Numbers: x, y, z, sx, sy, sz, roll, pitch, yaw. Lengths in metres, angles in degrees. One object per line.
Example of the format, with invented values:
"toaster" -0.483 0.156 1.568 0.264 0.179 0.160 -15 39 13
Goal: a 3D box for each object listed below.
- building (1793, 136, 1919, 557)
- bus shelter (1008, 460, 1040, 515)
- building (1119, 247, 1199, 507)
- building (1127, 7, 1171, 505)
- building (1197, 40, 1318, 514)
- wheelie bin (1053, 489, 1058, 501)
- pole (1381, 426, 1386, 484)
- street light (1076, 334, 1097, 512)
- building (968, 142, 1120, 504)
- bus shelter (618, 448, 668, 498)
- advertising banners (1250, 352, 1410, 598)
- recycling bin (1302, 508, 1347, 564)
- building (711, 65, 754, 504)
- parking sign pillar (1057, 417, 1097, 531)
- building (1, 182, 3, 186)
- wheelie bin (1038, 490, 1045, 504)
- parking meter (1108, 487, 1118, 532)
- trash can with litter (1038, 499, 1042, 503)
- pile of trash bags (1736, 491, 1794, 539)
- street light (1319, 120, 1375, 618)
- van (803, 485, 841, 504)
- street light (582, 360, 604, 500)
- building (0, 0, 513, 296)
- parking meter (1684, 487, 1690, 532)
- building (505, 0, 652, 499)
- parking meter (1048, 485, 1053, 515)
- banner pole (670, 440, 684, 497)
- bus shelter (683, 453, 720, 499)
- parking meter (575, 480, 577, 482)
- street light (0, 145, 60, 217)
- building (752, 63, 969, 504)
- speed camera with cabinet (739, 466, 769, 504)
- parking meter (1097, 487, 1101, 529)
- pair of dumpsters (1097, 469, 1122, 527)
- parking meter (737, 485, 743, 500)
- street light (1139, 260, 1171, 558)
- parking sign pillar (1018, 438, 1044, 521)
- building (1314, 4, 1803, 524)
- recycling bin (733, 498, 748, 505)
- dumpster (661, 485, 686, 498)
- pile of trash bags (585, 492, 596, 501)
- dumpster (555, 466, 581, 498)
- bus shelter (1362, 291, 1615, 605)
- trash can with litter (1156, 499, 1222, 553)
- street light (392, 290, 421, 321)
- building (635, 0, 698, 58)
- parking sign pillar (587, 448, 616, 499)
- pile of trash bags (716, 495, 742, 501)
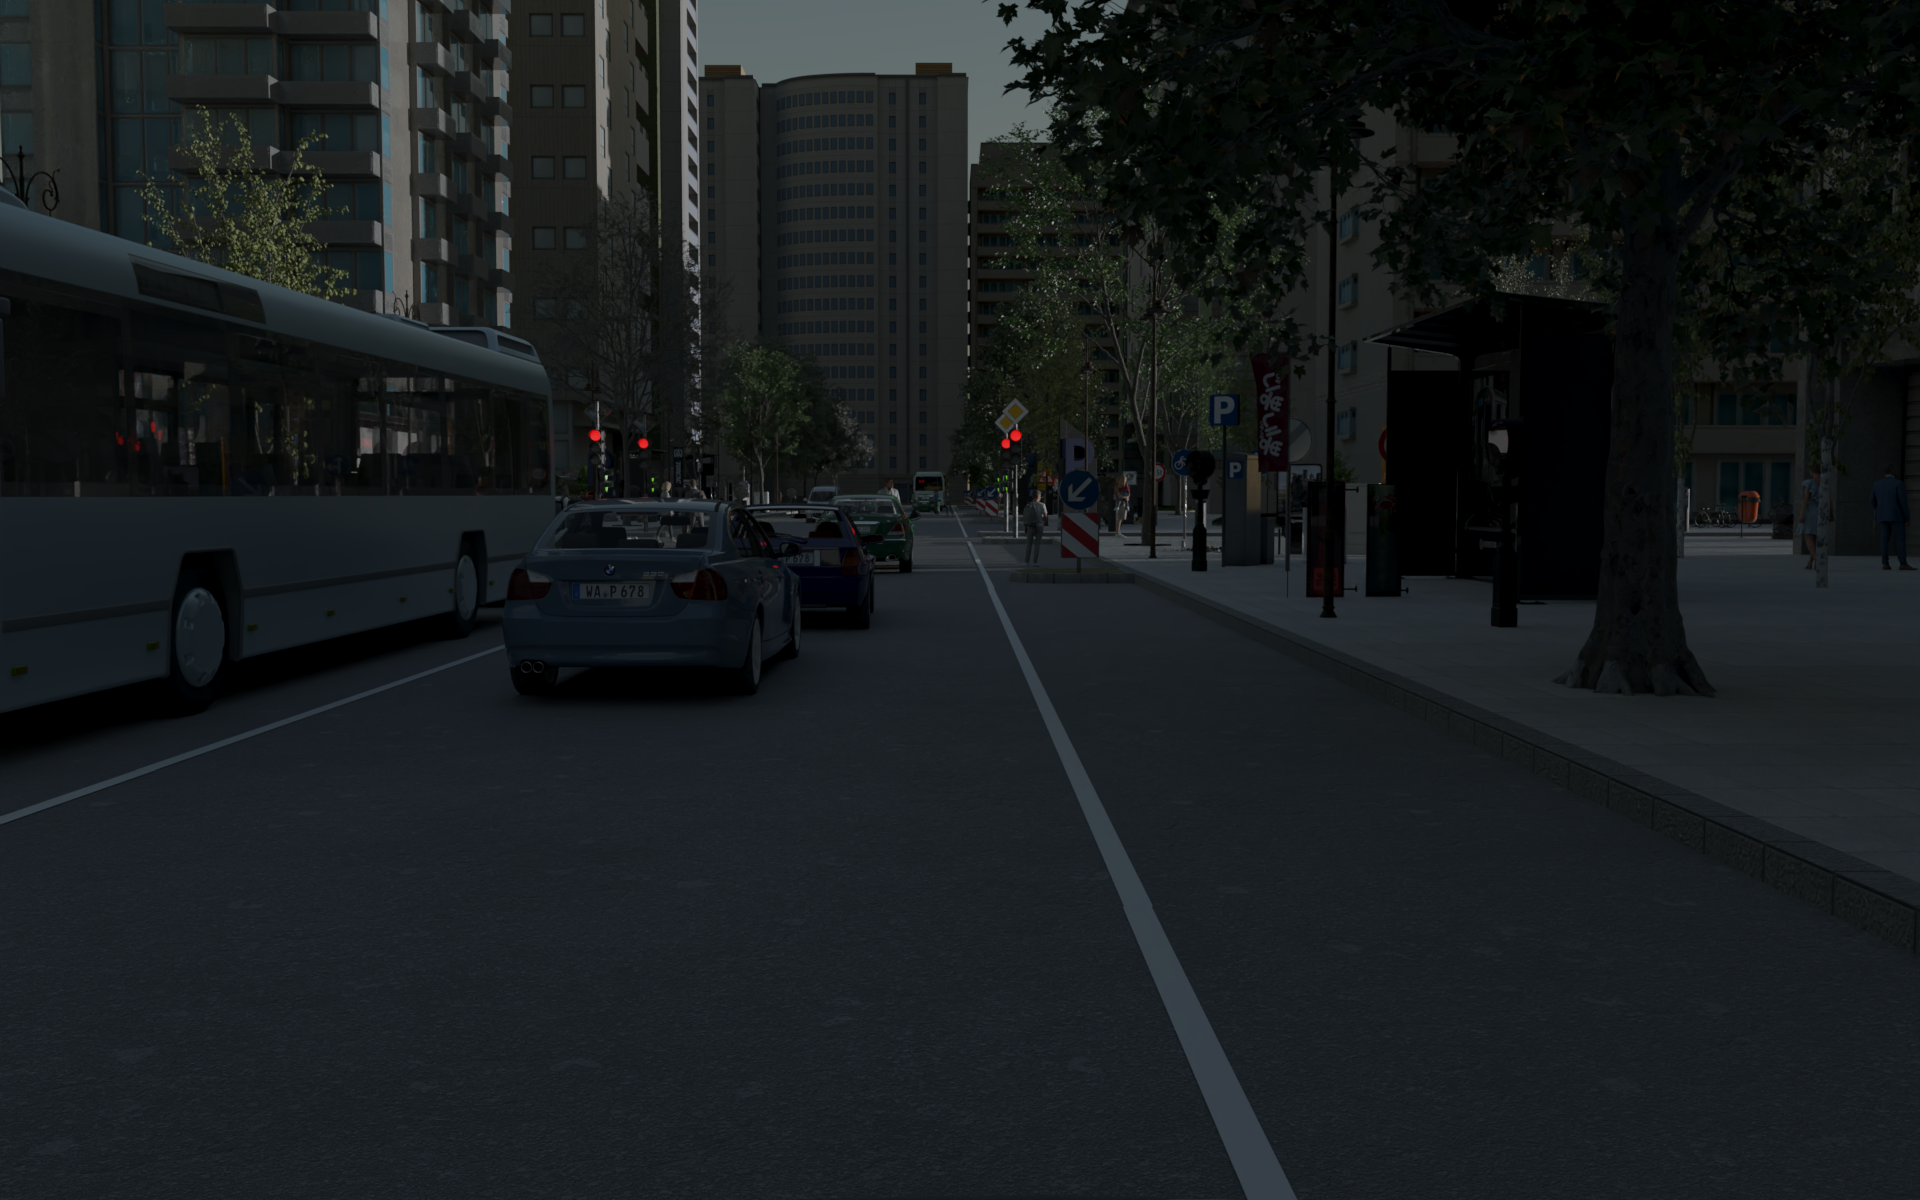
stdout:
"building" 23.808 -12.735 26.247 12.078 24.808 19.932 0 4 0
"bus shelter" 3.857 -8.037 109.029 2.179 5.291 8.768 0 4 -1
"building" 24.162 -25.507 188.745 14.160 30.474 14.107 0 4 0
"building" 30.958 -35.359 167.354 28.713 52.752 27.495 0 4 0
"building" 22.922 -26.460 116.212 14.154 41.232 14.086 0 4 0
"wheelie bin" 6.545 -6.629 116.297 0.693 1.594 0.980 1 4 22
"pole" 12.670 -3.536 51.664 0.158 3.312 0.155 0 3 0
"street light" 3.648 -4.728 50.093 0.468 5.910 1.993 0 4 0
"building" 11.862 -37.785 241.487 21.600 48.544 21.300 0 4 0
"bus shelter" -16.756 -6.173 92.214 1.731 3.624 6.357 0 4 0
"advertising banners" 4.567 -1.544 21.440 2.074 3.025 0.090 0 4 -7
"recycling bin" 6.751 -1.194 32.077 0.722 1.027 0.722 0 4 3
"building" -41.259 -42.766 241.227 28.212 58.520 21.231 0 4 0
"parking sign pillar" 4.131 -4.423 60.783 1.447 3.967 1.447 -1 4 -20
"building" -67.366 -14.573 83.304 28.899 21.520 27.650 0 4 0
"wheelie bin" 6.171 -7.591 132.013 0.980 1.594 0.693 1 4 20
"parking meter" 5.217 -3.083 58.821 0.372 1.533 0.369 0 3 0
"trash can with litter" 5.301 -6.288 114.197 1.055 1.170 0.624 -2 4 -26
"pile of trash bags" 23.735 -2.431 49.499 1.912 1.369 3.447 -2 4 -28
"street light" 3.831 -2.755 17.834 0.468 5.910 1.993 0 4 0
"van" -6.757 -4.862 86.510 2.013 2.044 4.112 0 4 1
"street light" -12.662 -5.324 59.843 0.468 5.910 1.993 0 4 0
"building" -39.264 -29.449 101.097 23.786 49.044 30.456 0 4 0
"parking meter" 24.648 -3.096 59.027 0.372 1.533 0.369 0 3 0
"building" -41.508 -34.082 146.482 28.713 52.752 27.495 0 4 0
"parking meter" 5.483 -6.127 105.888 0.399 1.863 0.255 -1 4 -22
"banner pole" -13.198 -5.517 80.221 0.863 3.779 0.401 -1 4 -12
"bus shelter" -15.227 -6.711 101.015 1.731 3.624 6.357 0 4 0
"parking meter" -13.683 -3.388 61.106 0.399 1.863 0.255 0 4 -7
"street light" -12.444 -3.079 23.123 0.468 5.910 1.993 0 4 0
"building" -13.037 -42.694 240.051 28.212 58.520 21.231 0 4 0
"speed camera with cabinet" -14.653 -7.878 123.142 2.038 3.252 0.660 0 4 2
"parking meter" 4.925 -3.331 62.878 0.372 1.533 0.369 0 3 0
"pair of dumpsters" 5.737 -4.130 70.026 1.574 2.255 4.437 0 4 0
"parking meter" -14.239 -6.501 112.005 0.255 1.863 0.399 2 4 26
"street light" 3.852 -3.769 34.416 0.468 5.910 1.993 0 4 0
"parking sign pillar" 3.482 -5.750 82.487 1.447 3.967 1.447 0 4 5
"building" 28.372 -28.007 81.615 21.600 48.544 21.300 0 4 0
"recycling bin" -15.030 -6.485 118.584 0.722 1.027 0.722 2 4 33
"dumpster" -14.981 -5.218 91.079 1.264 1.857 1.865 0 4 0
"pile of trash bags" -16.146 -3.659 69.573 3.447 1.369 1.912 0 4 1
"dumpster" -13.912 -3.468 59.195 1.502 2.255 1.985 0 4 -1
"bus shelter" 6.959 -1.949 23.141 1.731 3.624 6.357 0 4 -1
"trash can with litter" 5.343 -1.695 38.765 1.678 1.210 2.233 0 4 -2
"street light" -12.539 -4.076 39.427 0.468 5.910 1.993 0 4 0
"building" -42.397 -39.299 184.535 28.212 58.520 21.231 0 4 0
"parking sign pillar" -16.758 -5.660 81.011 1.447 3.967 1.447 1 4 17
"pile of trash bags" -14.799 -5.920 106.545 3.447 1.369 1.912 1 4 11
